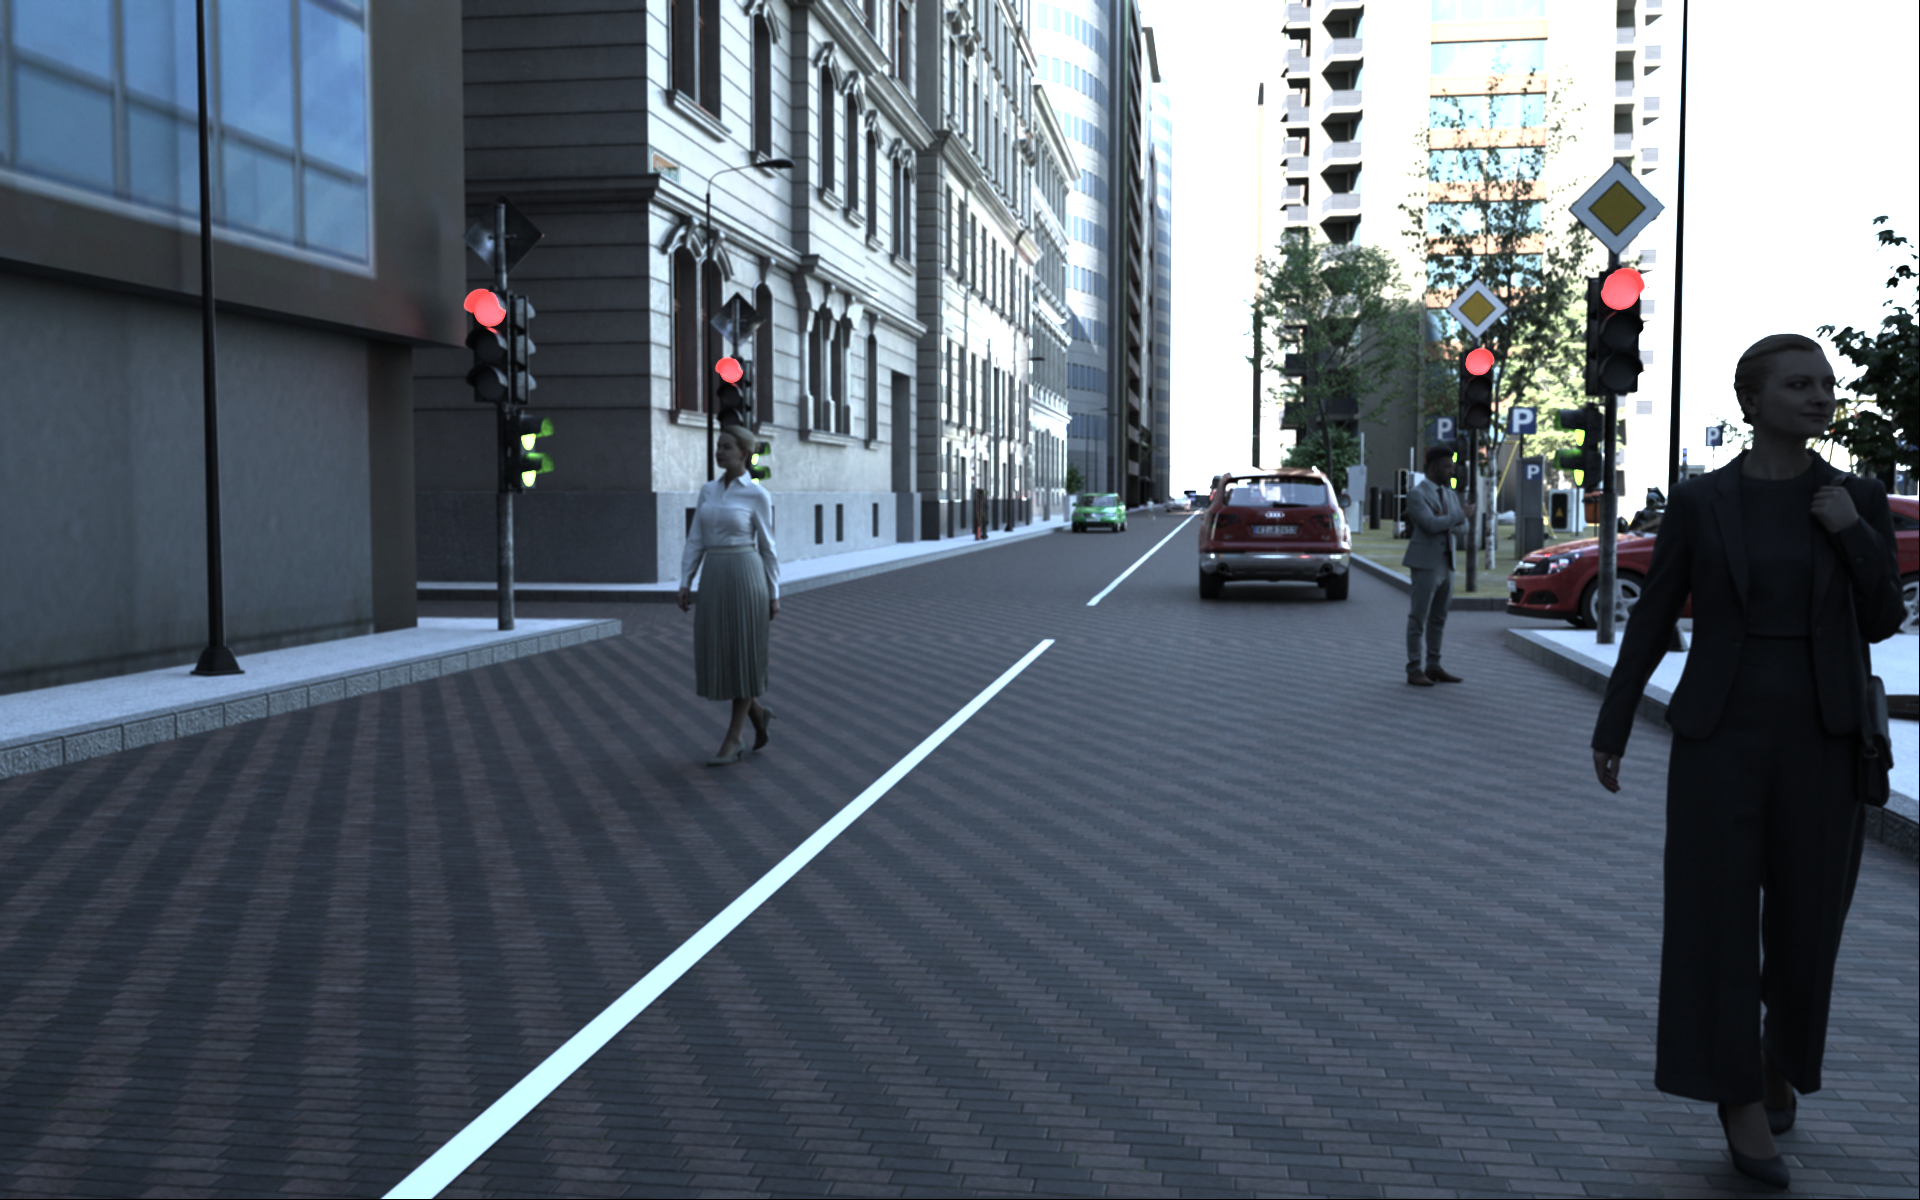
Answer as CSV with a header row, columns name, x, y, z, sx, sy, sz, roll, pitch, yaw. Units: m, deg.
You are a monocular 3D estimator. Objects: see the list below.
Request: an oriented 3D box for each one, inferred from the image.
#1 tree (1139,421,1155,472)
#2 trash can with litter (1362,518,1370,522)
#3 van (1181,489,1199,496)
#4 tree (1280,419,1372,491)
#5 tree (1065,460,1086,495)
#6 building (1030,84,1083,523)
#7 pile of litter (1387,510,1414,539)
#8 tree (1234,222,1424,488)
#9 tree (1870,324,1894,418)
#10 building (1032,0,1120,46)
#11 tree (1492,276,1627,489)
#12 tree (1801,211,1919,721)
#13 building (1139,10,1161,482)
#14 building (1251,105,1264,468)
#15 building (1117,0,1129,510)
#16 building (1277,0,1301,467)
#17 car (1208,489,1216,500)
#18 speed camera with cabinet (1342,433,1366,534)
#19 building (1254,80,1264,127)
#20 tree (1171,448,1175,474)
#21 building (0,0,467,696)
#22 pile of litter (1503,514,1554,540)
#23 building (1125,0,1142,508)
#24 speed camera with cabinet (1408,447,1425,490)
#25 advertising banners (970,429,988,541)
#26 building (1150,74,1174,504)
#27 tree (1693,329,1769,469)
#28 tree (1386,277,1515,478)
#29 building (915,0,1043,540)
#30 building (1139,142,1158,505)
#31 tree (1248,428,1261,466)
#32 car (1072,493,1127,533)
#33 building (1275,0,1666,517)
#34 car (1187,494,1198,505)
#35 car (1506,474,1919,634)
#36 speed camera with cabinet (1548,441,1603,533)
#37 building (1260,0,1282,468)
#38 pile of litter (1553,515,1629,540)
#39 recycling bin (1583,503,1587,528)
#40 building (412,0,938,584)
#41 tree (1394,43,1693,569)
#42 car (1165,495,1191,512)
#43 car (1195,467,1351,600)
name,x,y,z,sx,sy,sz,roll,pitch,yaw
tree,17.331,-13.640,173.374,4.360,8.622,3.978,0,3,0
trash can with litter,18.594,-4.198,79.701,1.678,1.210,2.233,2,4,30
van,27.670,-12.467,208.222,2.240,2.365,5.245,0,4,7
tree,16.217,-5.613,75.491,4.285,4.588,4.351,0,3,0
tree,6.438,-6.331,98.107,1.663,3.219,1.824,0,3,0
building,-0.778,-15.086,82.809,11.583,22.565,21.152,1,4,8
pile of litter,13.024,-2.175,49.527,1.176,0.858,1.719,-2,4,-26
tree,14.218,-8.639,67.010,9.928,11.665,9.643,0,3,0
tree,38.193,-7.441,72.021,4.360,8.622,3.978,0,3,0
building,-0.903,-34.928,113.074,21.231,58.520,28.212,1,4,8
tree,31.219,-10.567,90.894,7.486,12.596,7.792,0,3,0
tree,5.843,-0.952,10.169,1.663,3.219,1.824,0,3,0
building,7.835,-37.136,196.405,28.713,52.752,27.495,1,4,8
building,40.053,-33.315,194.809,14.600,45.320,14.200,1,4,8
building,5.618,-27.601,134.872,14.154,41.232,14.086,1,4,8
building,31.876,-27.575,134.454,14.154,41.232,14.086,1,4,8
car,20.937,-7.911,138.020,2.281,1.827,5.304,0,4,7
speed camera with cabinet,12.839,-3.805,56.545,0.660,3.252,2.038,0,4,7
building,51.028,-38.235,214.385,28.713,52.752,27.495,1,4,8
tree,30.214,-18.754,256.981,4.360,8.622,3.978,0,3,0
building,-12.834,-22.004,9.869,14.200,45.320,14.600,1,4,8
pile of litter,16.207,-2.155,49.204,1.176,0.858,1.719,-1,4,-10
building,4.836,-32.386,153.218,21.300,48.544,21.600,1,4,8
speed camera with cabinet,19.541,-4.801,72.830,0.660,3.252,2.038,-1,4,-21
advertising banners,0.510,-3.144,47.594,0.090,3.025,2.074,1,4,14
building,18.174,-42.540,237.529,21.231,58.520,28.212,1,4,8
tree,35.231,-7.802,77.926,4.360,8.622,3.978,0,3,0
tree,16.653,-6.571,57.800,4.737,8.622,4.395,0,3,0
building,-4.353,-16.061,59.856,12.463,27.353,25.104,1,4,8
building,17.410,-34.648,216.602,14.600,45.320,14.200,1,4,8
tree,31.882,-14.027,179.702,4.360,8.622,3.978,0,3,0
car,5.309,-3.493,65.907,1.959,1.807,4.718,1,4,10
building,31.974,-27.966,111.868,22.147,44.769,28.867,1,4,8
car,27.304,-11.811,202.705,1.945,1.707,3.694,0,4,7
car,7.907,-0.525,17.621,4.494,1.783,2.155,1,4,10
speed camera with cabinet,20.428,-3.839,57.108,0.660,3.252,2.038,-2,4,-32
building,37.878,-37.524,155.520,21.231,58.520,28.212,1,4,8
pile of litter,13.170,-1.310,35.382,1.719,0.858,1.176,-3,5,-42
recycling bin,23.055,-3.211,65.059,0.722,1.027,0.722,-2,4,-28
building,-8.837,-15.195,35.820,14.401,28.519,23.554,1,4,8
tree,9.291,-4.835,29.410,4.360,8.622,3.978,0,3,0
car,17.528,-7.745,138.992,2.083,1.381,4.827,0,4,8
car,4.547,-1.010,25.188,2.281,1.827,5.304,1,4,10
